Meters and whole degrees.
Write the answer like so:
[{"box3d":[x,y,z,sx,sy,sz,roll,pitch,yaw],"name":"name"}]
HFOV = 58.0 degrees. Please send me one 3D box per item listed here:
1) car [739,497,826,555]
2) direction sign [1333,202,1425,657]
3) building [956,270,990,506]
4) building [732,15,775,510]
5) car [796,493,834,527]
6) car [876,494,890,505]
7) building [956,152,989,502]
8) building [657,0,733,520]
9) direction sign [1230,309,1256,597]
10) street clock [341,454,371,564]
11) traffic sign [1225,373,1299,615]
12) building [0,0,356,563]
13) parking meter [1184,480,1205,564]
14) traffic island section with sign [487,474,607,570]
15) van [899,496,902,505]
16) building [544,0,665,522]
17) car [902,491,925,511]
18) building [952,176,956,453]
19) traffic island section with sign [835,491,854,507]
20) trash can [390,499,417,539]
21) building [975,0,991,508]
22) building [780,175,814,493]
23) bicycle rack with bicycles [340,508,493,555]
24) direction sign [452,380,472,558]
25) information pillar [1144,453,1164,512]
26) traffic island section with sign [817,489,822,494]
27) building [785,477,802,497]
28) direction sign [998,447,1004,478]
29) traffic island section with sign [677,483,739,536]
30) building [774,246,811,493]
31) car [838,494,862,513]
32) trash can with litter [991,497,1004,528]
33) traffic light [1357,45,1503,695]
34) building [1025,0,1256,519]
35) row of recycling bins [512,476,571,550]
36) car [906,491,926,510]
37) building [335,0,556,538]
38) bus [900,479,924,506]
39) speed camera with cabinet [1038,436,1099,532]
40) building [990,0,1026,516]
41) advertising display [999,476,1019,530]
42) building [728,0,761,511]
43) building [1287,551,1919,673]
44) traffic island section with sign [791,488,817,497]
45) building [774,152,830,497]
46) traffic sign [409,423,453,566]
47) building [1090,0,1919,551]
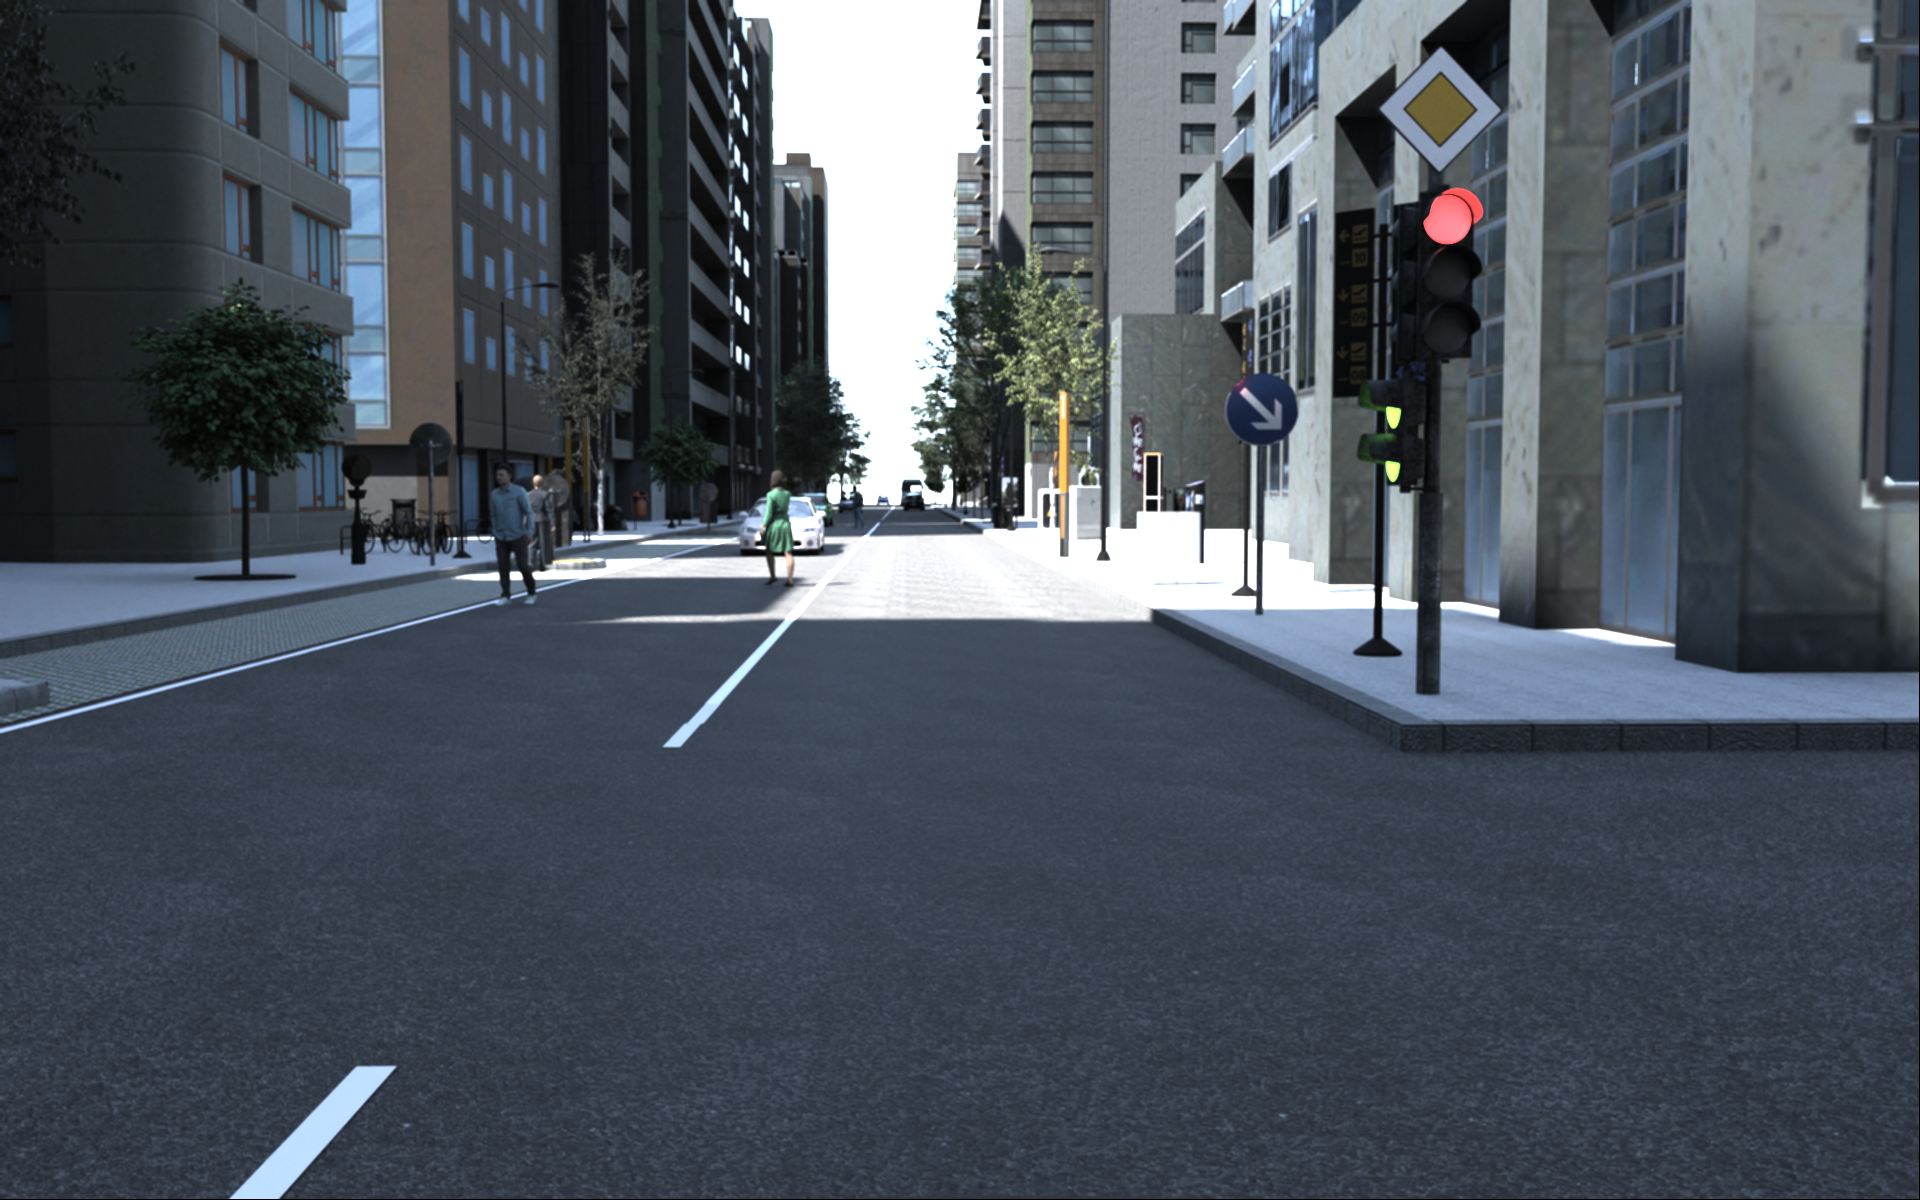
[{"box3d":[-4.272,-1.814,42.018,2.083,1.381,4.827,0,4,-2],"name":"car"},{"box3d":[3.337,-1.329,13.734,0.379,3.537,0.876,-3,5,-45],"name":"direction sign"},{"box3d":[15.744,-30.499,190.546,32.217,40.220,23.993,0,4,-2],"name":"building"},{"box3d":[-22.906,-28.158,143.985,14.154,41.232,14.086,0,4,-2],"name":"building"},{"box3d":[-6.609,-4.168,76.939,1.959,1.807,4.718,0,4,0],"name":"car"},{"box3d":[-10.260,-13.578,231.592,1.945,1.707,3.694,0,4,-1],"name":"car"},{"box3d":[6.450,-32.180,209.735,14.154,41.232,14.086,0,4,-2],"name":"building"},{"box3d":[-24.467,-28.855,95.481,21.300,48.544,21.600,0,4,-2],"name":"building"},{"box3d":[3.589,-1.815,21.666,0.379,3.537,0.876,0,4,1],"name":"direction sign"},{"box3d":[-11.017,-1.657,31.664,0.358,2.002,0.471,3,5,43],"name":"street clock"},{"box3d":[3.182,-1.115,18.339,0.768,2.556,0.104,0,4,4],"name":"traffic sign"},{"box3d":[-27.660,-11.047,25.653,27.650,21.520,28.899,0,4,-2],"name":"building"},{"box3d":[4.311,-1.431,31.816,0.372,1.533,0.369,0,3,0],"name":"parking meter"},{"box3d":[-7.862,-1.504,33.218,1.989,1.847,2.006,0,4,-2],"name":"traffic island section with sign"},{"box3d":[-6.997,-13.444,226.821,2.013,2.044,4.112,0,4,-3],"name":"van"},{"box3d":[-21.442,-18.739,78.091,14.160,30.474,14.107,0,4,-2],"name":"building"},{"box3d":[-4.021,-8.552,149.606,2.009,1.686,4.222,0,4,-2],"name":"car"},{"box3d":[10.089,-35.268,231.257,22.147,44.769,28.867,0,4,-2],"name":"building"},{"box3d":[-12.877,-11.278,193.030,1.989,1.847,2.006,0,4,-2],"name":"traffic island section with sign"},{"box3d":[-15.772,-2.292,49.126,0.748,1.137,0.748,0,3,0],"name":"trash can"},{"box3d":[12.521,-30.006,145.229,22.147,44.769,28.867,0,4,-2],"name":"building"},{"box3d":[-25.703,-32.576,216.212,14.154,41.232,14.086,0,4,-2],"name":"building"},{"box3d":[-11.895,-1.473,37.472,2.852,0.926,2.925,1,4,12],"name":"bicycle rack with bicycles"},{"box3d":[-10.013,-2.614,34.728,0.379,3.537,0.876,-1,4,-23],"name":"direction sign"},{"box3d":[3.494,-1.636,31.248,0.304,2.012,0.304,1,4,19],"name":"information pillar"},{"box3d":[-11.105,-7.816,136.421,1.989,1.847,2.006,0,4,-2],"name":"traffic island section with sign"},{"box3d":[-33.149,-30.032,182.910,32.217,40.220,23.993,0,4,-2],"name":"building"},{"box3d":[1.956,-5.617,83.829,0.379,3.537,0.876,-1,4,-21],"name":"direction sign"},{"box3d":[-8.712,-3.152,60.159,1.989,1.847,2.006,0,4,-2],"name":"traffic island section with sign"},{"box3d":[-24.904,-26.348,202.489,14.160,30.474,14.107,0,4,-2],"name":"building"},{"box3d":[-8.466,-7.456,133.904,2.014,1.417,4.499,0,4,-2],"name":"car"},{"box3d":[1.413,-3.280,65.018,0.624,1.170,1.055,0,4,-6],"name":"trash can with litter"},{"box3d":[2.991,-1.352,11.028,0.839,4.253,0.868,0,4,-2],"name":"traffic light"},{"box3d":[10.461,-19.777,95.049,14.160,30.474,14.107,0,4,-2],"name":"building"},{"box3d":[-10.021,-2.112,41.637,1.069,1.692,3.534,0,4,-2],"name":"row of recycling bins"},{"box3d":[-3.963,-8.843,154.171,1.945,1.707,3.694,0,4,-2],"name":"car"},{"box3d":[-21.620,-24.795,55.509,14.600,45.320,14.200,0,4,-2],"name":"building"},{"box3d":[-5.828,-13.218,210.971,2.948,3.499,13.247,0,4,-1],"name":"bus"},{"box3d":[3.705,-3.949,58.906,2.038,3.252,0.660,0,4,6],"name":"speed camera with cabinet"},{"box3d":[12.528,-35.070,115.388,21.231,58.520,28.212,0,4,-2],"name":"building"},{"box3d":[1.763,-3.507,62.549,0.123,1.923,0.974,3,5,42],"name":"advertising display"},{"box3d":[-26.752,-30.690,121.386,23.786,49.044,30.456,0,4,-2],"name":"building"},{"box3d":[20.715,-43.347,21.397,31.000,86.520,22.319,0,4,-2],"name":"building"},{"box3d":[-10.255,-6.156,109.281,1.989,1.847,2.006,0,4,-2],"name":"traffic island section with sign"},{"box3d":[-24.594,-35.506,230.639,14.600,45.320,14.200,0,4,-2],"name":"building"},{"box3d":[-9.460,-1.889,30.989,0.768,2.556,0.104,0,4,-2],"name":"traffic sign"},{"box3d":[17.083,-45.402,54.987,22.319,86.520,31.000,0,4,-2],"name":"building"}]
